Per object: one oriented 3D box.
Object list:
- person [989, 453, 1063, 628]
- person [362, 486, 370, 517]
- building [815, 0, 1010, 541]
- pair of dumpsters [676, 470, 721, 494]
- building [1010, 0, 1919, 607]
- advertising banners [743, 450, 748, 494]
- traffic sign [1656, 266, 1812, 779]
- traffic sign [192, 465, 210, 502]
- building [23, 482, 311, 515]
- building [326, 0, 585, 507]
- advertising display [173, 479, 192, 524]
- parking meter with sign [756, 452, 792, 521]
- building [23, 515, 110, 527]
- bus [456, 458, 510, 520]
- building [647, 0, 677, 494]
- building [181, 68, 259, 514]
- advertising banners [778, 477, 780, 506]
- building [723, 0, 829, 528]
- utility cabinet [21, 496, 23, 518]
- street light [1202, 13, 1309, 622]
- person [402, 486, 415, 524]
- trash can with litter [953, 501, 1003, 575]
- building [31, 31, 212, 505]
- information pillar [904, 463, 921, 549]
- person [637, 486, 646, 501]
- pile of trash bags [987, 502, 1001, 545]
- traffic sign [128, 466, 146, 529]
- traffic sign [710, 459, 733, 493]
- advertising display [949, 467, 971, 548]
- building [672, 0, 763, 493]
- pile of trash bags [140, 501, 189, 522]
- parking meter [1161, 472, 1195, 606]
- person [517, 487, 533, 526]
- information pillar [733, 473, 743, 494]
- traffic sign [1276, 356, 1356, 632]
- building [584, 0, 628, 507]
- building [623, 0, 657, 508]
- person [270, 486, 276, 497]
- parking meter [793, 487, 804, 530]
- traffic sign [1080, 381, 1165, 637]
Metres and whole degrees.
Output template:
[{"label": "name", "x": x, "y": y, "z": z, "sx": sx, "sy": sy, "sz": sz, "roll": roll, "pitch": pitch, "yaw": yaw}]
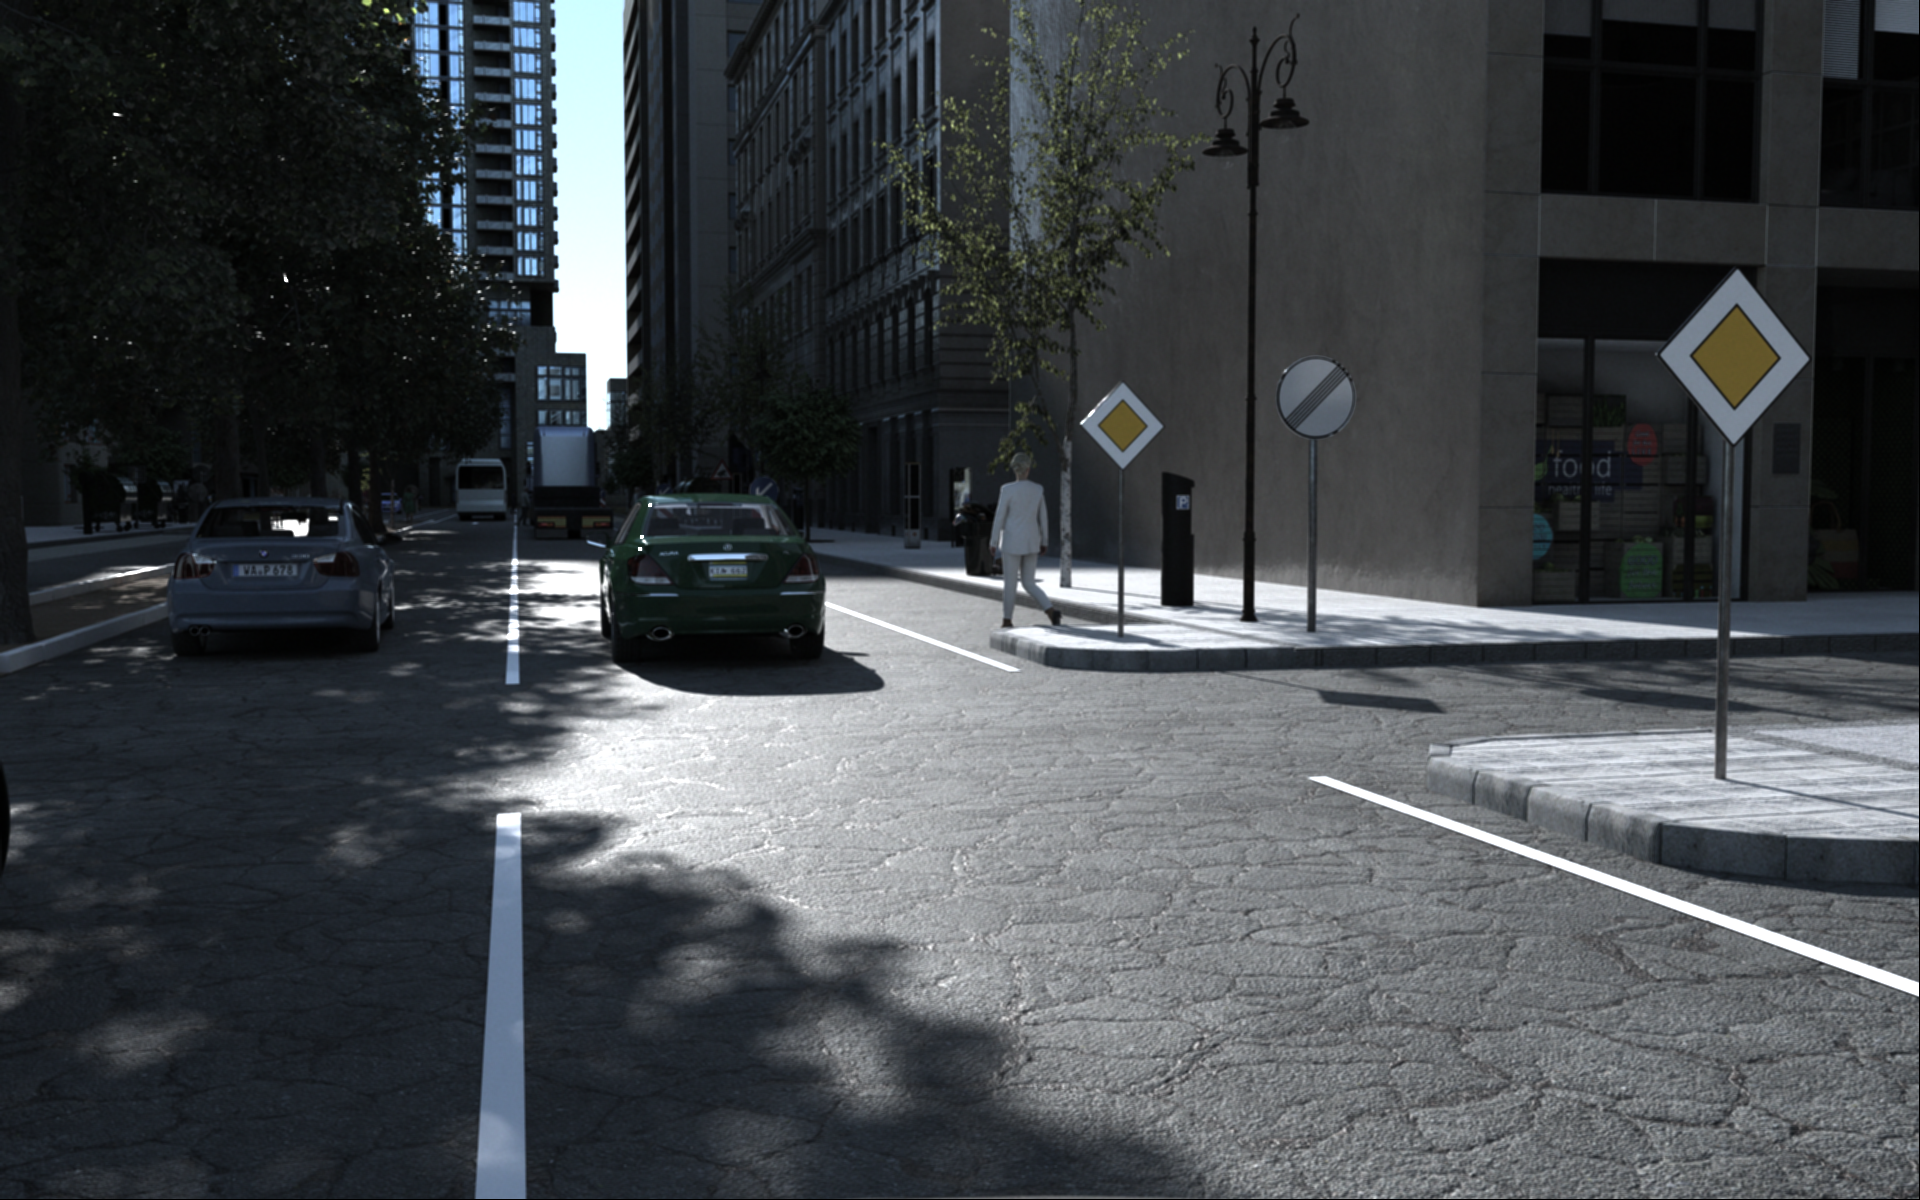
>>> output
[{"label": "person", "x": 0.656, "y": -0.548, "z": 17.346, "sx": 0.818, "sy": 1.842, "sz": 0.514, "roll": 3, "pitch": 5, "yaw": 41}, {"label": "person", "x": -27.210, "y": -4.341, "z": 79.442, "sx": 0.573, "sy": 1.828, "sz": 0.580, "roll": 1, "pitch": 4, "yaw": 14}, {"label": "building", "x": 1.721, "y": -12.658, "z": 56.113, "sx": 9.793, "sy": 20.994, "sz": 18.267, "roll": -1, "pitch": 4, "yaw": -14}, {"label": "pair of dumpsters", "x": -10.681, "y": -4.203, "z": 71.213, "sx": 1.574, "sy": 2.255, "sz": 4.437, "roll": -1, "pitch": 4, "yaw": -14}, {"label": "building", "x": 19.938, "y": -13.930, "z": 32.278, "sx": 34.151, "sy": 26.468, "sz": 19.350, "roll": -1, "pitch": 4, "yaw": -14}, {"label": "advertising banners", "x": -8.495, "y": -4.434, "z": 68.686, "sx": 0.090, "sy": 3.025, "sz": 2.074, "roll": 0, "pitch": 4, "yaw": -1}, {"label": "traffic sign", "x": 3.423, "y": -0.251, "z": 7.742, "sx": 0.795, "sy": 2.450, "sz": 0.064, "roll": -1, "pitch": 4, "yaw": -14}, {"label": "traffic sign", "x": -32.921, "y": -4.592, "z": 75.188, "sx": 0.768, "sy": 2.556, "sz": 0.104, "roll": -1, "pitch": 4, "yaw": -8}, {"label": "building", "x": -67.175, "y": -17.856, "z": 136.991, "sx": 28.899, "sy": 21.520, "sz": 27.650, "roll": -1, "pitch": 4, "yaw": -14}, {"label": "building", "x": -55.064, "y": -52.948, "z": 178.379, "sx": 31.000, "sy": 86.520, "sz": 22.319, "roll": -1, "pitch": 4, "yaw": -14}, {"label": "advertising display", "x": -33.878, "y": -4.296, "z": 75.461, "sx": 0.974, "sy": 1.923, "sz": 0.123, "roll": 1, "pitch": 4, "yaw": 22}, {"label": "parking meter with sign", "x": -7.057, "y": -4.268, "z": 66.049, "sx": 0.543, "sy": 3.016, "sz": 1.738, "roll": 2, "pitch": 4, "yaw": 28}, {"label": "building", "x": -47.641, "y": -13.086, "z": 58.989, "sx": 27.650, "sy": 21.520, "sz": 28.899, "roll": -1, "pitch": 4, "yaw": -14}, {"label": "bus", "x": -26.771, "y": -6.261, "z": 97.228, "sx": 2.948, "sy": 3.499, "sz": 13.247, "roll": -1, "pitch": 4, "yaw": -14}, {"label": "building", "x": -16.299, "y": -29.522, "z": 132.797, "sx": 14.600, "sy": 45.320, "sz": 14.200, "roll": -1, "pitch": 4, "yaw": -14}, {"label": "building", "x": -54.542, "y": -28.362, "z": 113.826, "sx": 14.600, "sy": 45.320, "sz": 14.200, "roll": -1, "pitch": 4, "yaw": -14}, {"label": "advertising banners", "x": -5.647, "y": -3.530, "z": 53.899, "sx": 0.090, "sy": 3.025, "sz": 2.074, "roll": 0, "pitch": 4, "yaw": -5}, {"label": "building", "x": -2.895, "y": -17.144, "z": 77.570, "sx": 12.463, "sy": 27.353, "sz": 25.104, "roll": -1, "pitch": 4, "yaw": -14}, {"label": "utility cabinet", "x": -30.334, "y": -2.680, "z": 54.979, "sx": 1.020, "sy": 1.237, "sz": 0.306, "roll": -1, "pitch": 4, "yaw": -18}, {"label": "street light", "x": 2.912, "y": -2.723, "z": 17.301, "sx": 0.468, "sy": 5.910, "sz": 1.993, "roll": -1, "pitch": 4, "yaw": -14}, {"label": "person", "x": -26.376, "y": -4.534, "z": 82.880, "sx": 0.600, "sy": 1.795, "sz": 0.529, "roll": -2, "pitch": 4, "yaw": -28}, {"label": "trash can with litter", "x": 0.454, "y": -0.987, "z": 27.530, "sx": 1.055, "sy": 1.170, "sz": 0.624, "roll": -3, "pitch": 5, "yaw": -42}, {"label": "building", "x": -56.396, "y": -30.728, "z": 91.638, "sx": 28.713, "sy": 52.752, "sz": 27.495, "roll": -1, "pitch": 4, "yaw": -14}, {"label": "information pillar", "x": -1.120, "y": -2.214, "z": 40.688, "sx": 0.304, "sy": 2.012, "sz": 0.304, "roll": -2, "pitch": 4, "yaw": -23}, {"label": "person", "x": -14.379, "y": -4.248, "z": 78.060, "sx": 0.767, "sy": 1.812, "sz": 0.694, "roll": 1, "pitch": 4, "yaw": 21}, {"label": "pile of trash bags", "x": 1.615, "y": -2.139, "z": 44.731, "sx": 1.912, "sy": 1.369, "sz": 3.447, "roll": 1, "pitch": 4, "yaw": 17}, {"label": "traffic sign", "x": -29.895, "y": -3.718, "z": 62.914, "sx": 0.606, "sy": 2.300, "sz": 0.079, "roll": 0, "pitch": 4, "yaw": -7}, {"label": "traffic sign", "x": -8.794, "y": -3.919, "z": 64.075, "sx": 0.884, "sy": 2.594, "sz": 0.081, "roll": -1, "pitch": 4, "yaw": -12}, {"label": "advertising display", "x": 0.010, "y": -2.245, "z": 41.927, "sx": 0.123, "sy": 1.923, "sz": 0.974, "roll": 2, "pitch": 4, "yaw": 26}, {"label": "building", "x": -8.068, "y": -34.900, "z": 112.612, "sx": 21.231, "sy": 58.520, "sz": 28.212, "roll": -1, "pitch": 4, "yaw": -14}, {"label": "pile of trash bags", "x": -36.972, "y": -4.244, "z": 79.141, "sx": 3.447, "sy": 1.369, "sz": 1.912, "roll": 1, "pitch": 4, "yaw": 10}, {"label": "parking meter", "x": 2.502, "y": -0.703, "z": 19.908, "sx": 0.372, "sy": 1.533, "sz": 0.369, "roll": 0, "pitch": 3, "yaw": 0}, {"label": "person", "x": -19.403, "y": -4.181, "z": 77.339, "sx": 0.782, "sy": 1.767, "sz": 0.515, "roll": 3, "pitch": 5, "yaw": 42}, {"label": "information pillar", "x": -7.819, "y": -3.457, "z": 61.019, "sx": 0.304, "sy": 2.012, "sz": 0.304, "roll": 0, "pitch": 4, "yaw": 6}, {"label": "traffic sign", "x": 3.273, "y": -0.976, "z": 16.056, "sx": 0.768, "sy": 2.556, "sz": 0.104, "roll": -1, "pitch": 4, "yaw": -9}, {"label": "building", "x": -24.094, "y": -53.401, "z": 185.769, "sx": 31.000, "sy": 86.520, "sz": 22.319, "roll": -1, "pitch": 4, "yaw": -14}, {"label": "building", "x": -17.825, "y": -32.288, "z": 151.605, "sx": 21.300, "sy": 48.544, "sz": 21.600, "roll": -1, "pitch": 4, "yaw": -14}, {"label": "person", "x": -31.572, "y": -4.314, "z": 79.373, "sx": 0.599, "sy": 1.781, "sz": 0.374, "roll": 0, "pitch": 4, "yaw": -2}, {"label": "parking meter", "x": -5.844, "y": -3.315, "z": 62.604, "sx": 0.372, "sy": 1.533, "sz": 0.369, "roll": 0, "pitch": 3, "yaw": 0}, {"label": "traffic sign", "x": 1.440, "y": -0.724, "z": 15.478, "sx": 0.795, "sy": 2.450, "sz": 0.064, "roll": -1, "pitch": 4, "yaw": -14}]
